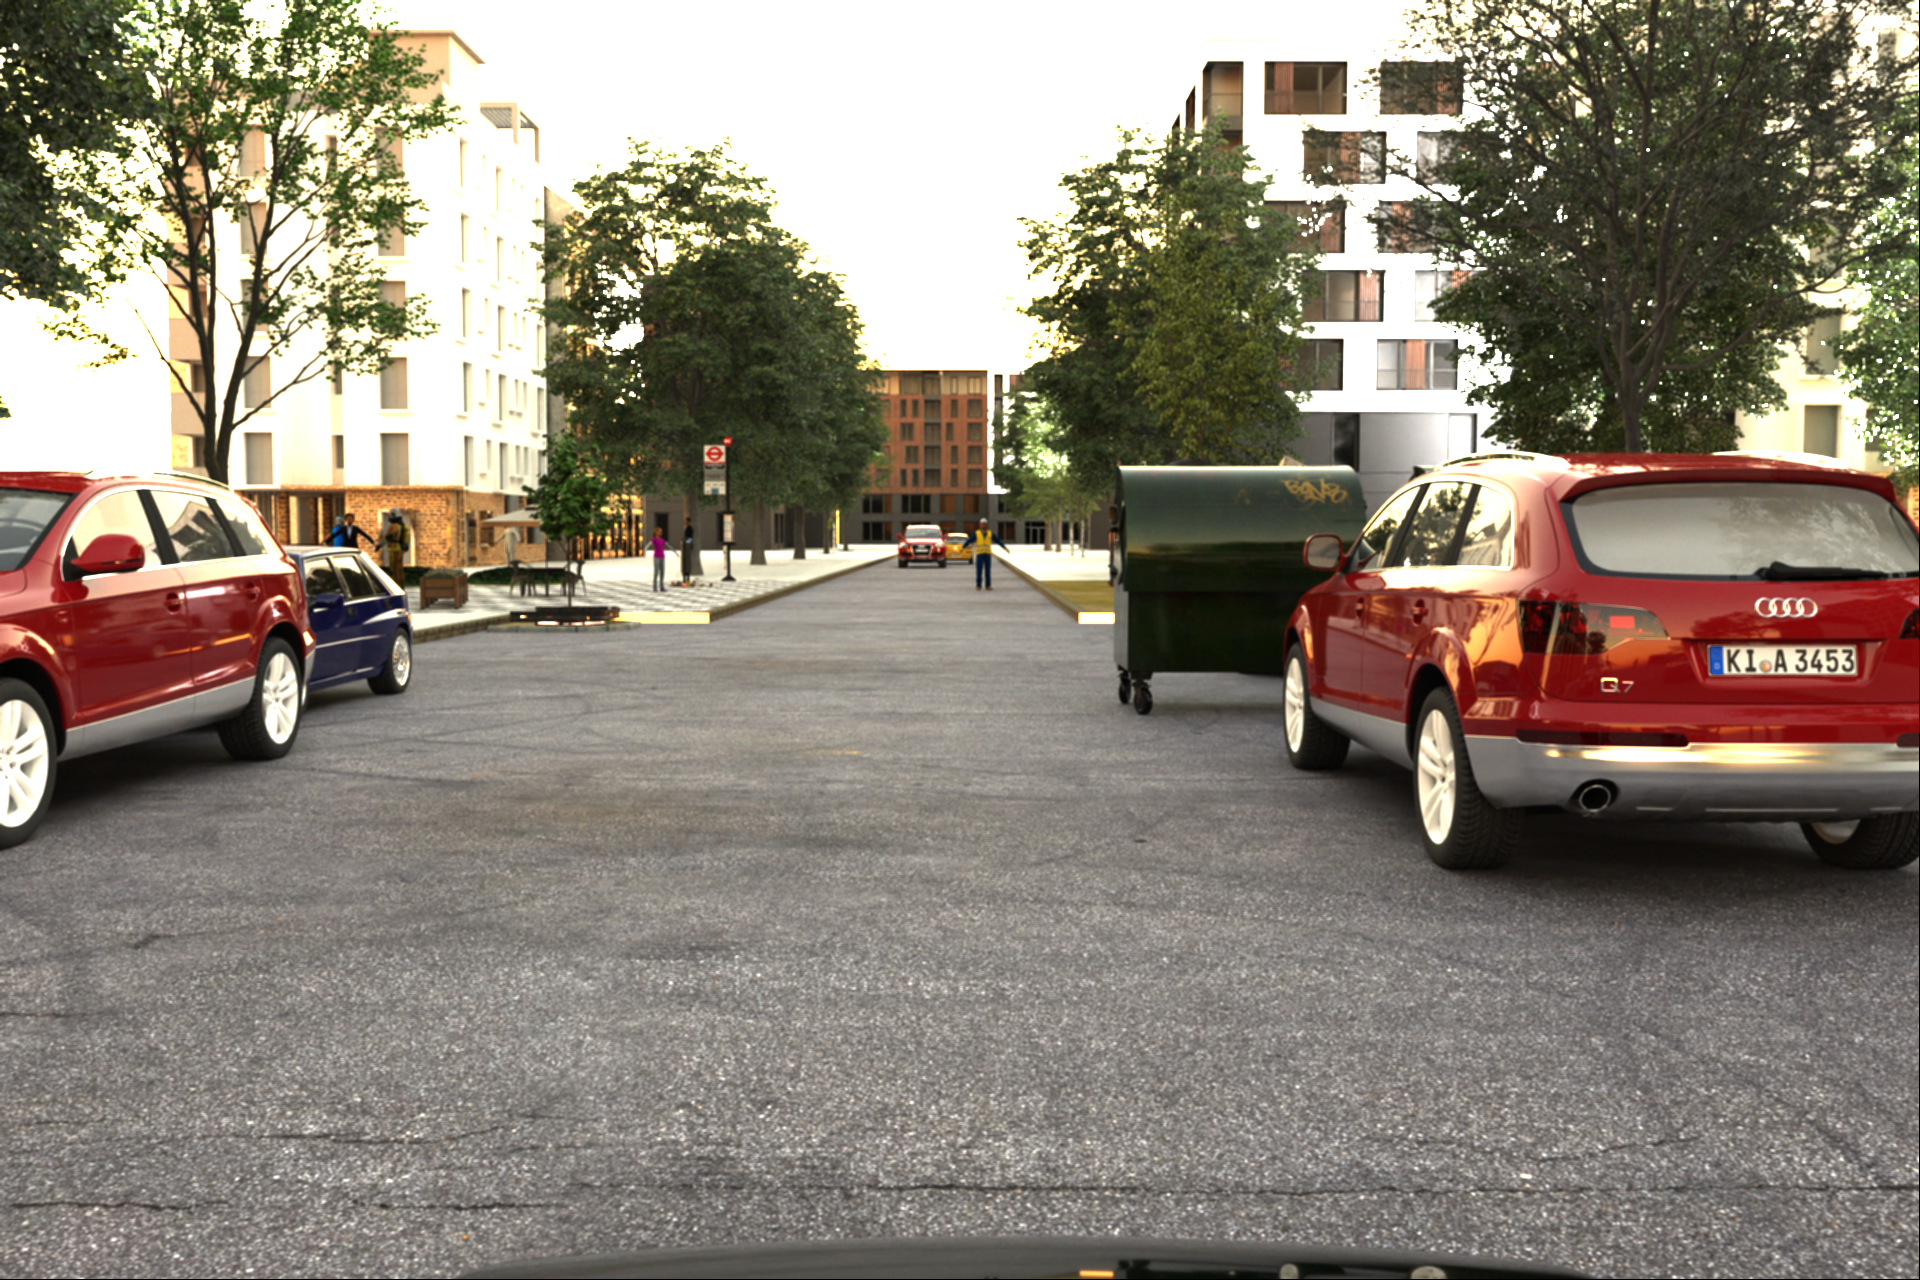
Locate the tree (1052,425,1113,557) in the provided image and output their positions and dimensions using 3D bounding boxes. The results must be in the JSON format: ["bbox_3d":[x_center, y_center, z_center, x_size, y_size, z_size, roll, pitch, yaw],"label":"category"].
[{"bbox_3d":[6.558,-8.818,94.532,4.360,8.622,3.978,0,3,0],"label":"tree"}]

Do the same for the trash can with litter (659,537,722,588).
[{"bbox_3d":[-6.554,-1.926,42.552,1.678,1.210,2.233,0,4,1],"label":"trash can with litter"}]

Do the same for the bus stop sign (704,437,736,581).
[{"bbox_3d":[-6.573,-3.595,47.476,0.855,3.939,0.416,0,4,0],"label":"bus stop sign"}]

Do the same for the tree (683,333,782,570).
[{"bbox_3d":[-8.707,-6.848,62.324,4.360,8.622,3.978,0,3,0],"label":"tree"}]

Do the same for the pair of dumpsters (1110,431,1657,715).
[{"bbox_3d":[3.444,-0.568,14.245,4.436,2.255,1.574,0,4,-1],"label":"pair of dumpsters"}]

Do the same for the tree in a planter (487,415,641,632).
[{"bbox_3d":[-5.919,-1.770,26.158,1.991,3.239,1.994,0,3,0],"label":"tree in a planter"}]

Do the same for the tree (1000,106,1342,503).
[{"bbox_3d":[6.276,-8.841,51.206,9.857,13.997,8.962,0,3,0],"label":"tree"}]

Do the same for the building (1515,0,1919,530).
[{"bbox_3d":[26.101,-12.675,63.650,16.016,20.090,11.380,0,4,0],"label":"building"}]

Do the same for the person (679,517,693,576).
[{"bbox_3d":[-8.432,-2.902,53.665,0.704,1.802,1.346,0,4,4],"label":"person"}]

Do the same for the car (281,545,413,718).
[{"bbox_3d":[-5.864,-0.102,14.255,1.945,1.354,3.894,0,3,0],"label":"car"}]

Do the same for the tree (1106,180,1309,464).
[{"bbox_3d":[4.985,-5.248,36.175,4.737,8.622,4.395,0,3,0],"label":"tree"}]

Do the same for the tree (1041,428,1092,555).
[{"bbox_3d":[6.699,-9.608,107.456,4.360,8.622,3.978,0,3,0],"label":"tree"}]

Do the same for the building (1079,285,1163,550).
[{"bbox_3d":[24.680,-19.238,158.513,27.936,21.610,32.646,0,3,0],"label":"building"}]

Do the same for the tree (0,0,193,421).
[{"bbox_3d":[-12.048,-6.718,16.503,9.857,13.997,8.962,0,3,0],"label":"tree"}]

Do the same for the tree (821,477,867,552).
[{"bbox_3d":[-8.577,-10.406,120.498,4.737,8.622,4.395,0,3,0],"label":"tree"}]

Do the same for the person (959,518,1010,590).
[{"bbox_3d":[0.613,-2.202,44.431,1.349,1.833,0.705,-1,4,-10],"label":"person"}]

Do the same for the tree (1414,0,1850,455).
[{"bbox_3d":[14.793,-8.087,38.881,9.857,13.997,8.962,0,3,0],"label":"tree"}]

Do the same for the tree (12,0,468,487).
[{"bbox_3d":[-11.814,-6.221,27.474,9.928,11.665,9.643,0,3,0],"label":"tree"}]

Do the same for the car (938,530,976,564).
[{"bbox_3d":[-0.201,-4.498,83.773,2.015,1.641,3.980,0,4,0],"label":"car"}]

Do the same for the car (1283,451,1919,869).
[{"bbox_3d":[3.043,-0.017,8.943,2.281,1.827,5.304,0,3,0],"label":"car"}]

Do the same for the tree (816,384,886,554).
[{"bbox_3d":[-8.625,-11.370,111.654,9.928,11.665,9.643,0,3,0],"label":"tree"}]

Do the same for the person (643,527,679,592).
[{"bbox_3d":[-6.623,-1.777,38.317,0.599,1.433,0.991,3,5,42],"label":"person"}]

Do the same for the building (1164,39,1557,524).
[{"bbox_3d":[24.004,-14.941,88.262,27.936,21.610,32.646,0,4,0],"label":"building"}]

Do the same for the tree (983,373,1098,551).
[{"bbox_3d":[6.593,-13.729,131.124,9.857,13.997,8.962,0,3,0],"label":"tree"}]

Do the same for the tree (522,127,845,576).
[{"bbox_3d":[-8.421,-8.974,53.387,9.857,13.997,8.962,0,3,0],"label":"tree"}]

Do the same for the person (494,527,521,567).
[{"bbox_3d":[-15.354,-3.231,59.017,1.347,1.806,0.705,3,4,37],"label":"person"}]

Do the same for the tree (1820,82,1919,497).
[{"bbox_3d":[26.492,-8.352,43.209,9.857,13.997,8.962,0,3,0],"label":"tree"}]

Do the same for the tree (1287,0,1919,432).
[{"bbox_3d":[10.060,-7.046,25.580,12.009,13.543,11.850,0,3,0],"label":"tree"}]

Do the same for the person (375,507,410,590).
[{"bbox_3d":[-12.116,-1.919,37.139,0.705,1.858,1.354,1,4,9],"label":"person"}]

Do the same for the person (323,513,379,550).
[{"bbox_3d":[-13.445,-1.924,38.172,1.216,1.740,0.721,-1,4,-14],"label":"person"}]

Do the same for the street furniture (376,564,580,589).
[{"bbox_3d":[-15.003,-1.737,44.027,10.072,0.657,5.734,2,4,26],"label":"street furniture"}]

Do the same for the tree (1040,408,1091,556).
[{"bbox_3d":[6.376,-9.246,101.529,4.360,8.622,3.978,0,3,0],"label":"tree"}]

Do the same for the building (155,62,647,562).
[{"bbox_3d":[-27.365,-15.794,89.168,19.493,23.208,18.063,0,4,1],"label":"building"}]

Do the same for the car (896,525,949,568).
[{"bbox_3d":[-1.604,-4.058,75.025,2.281,1.827,5.304,0,4,0],"label":"car"}]

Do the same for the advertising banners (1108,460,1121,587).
[{"bbox_3d":[3.740,-2.791,41.814,0.090,3.025,2.074,0,4,-2],"label":"advertising banners"}]

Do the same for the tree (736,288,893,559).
[{"bbox_3d":[-8.141,-11.127,88.588,9.857,13.997,8.962,0,3,0],"label":"tree"}]

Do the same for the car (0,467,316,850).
[{"bbox_3d":[-5.318,-0.052,9.526,2.281,1.827,5.304,0,4,0],"label":"car"}]

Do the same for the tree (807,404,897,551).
[{"bbox_3d":[-8.492,-12.448,129.282,9.928,11.665,9.643,0,3,0],"label":"tree"}]

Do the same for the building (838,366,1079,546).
[{"bbox_3d":[1.272,-23.063,223.507,32.646,21.610,27.936,0,3,0],"label":"building"}]

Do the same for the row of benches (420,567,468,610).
[{"bbox_3d":[-9.289,-0.965,31.239,1.422,0.672,4.104,-1,4,-13],"label":"row of benches"}]

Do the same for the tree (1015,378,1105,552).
[{"bbox_3d":[7.237,-12.409,121.013,7.486,12.596,7.792,0,3,0],"label":"tree"}]

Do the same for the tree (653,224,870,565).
[{"bbox_3d":[-8.505,-10.102,71.831,9.857,13.997,8.962,0,3,0],"label":"tree"}]

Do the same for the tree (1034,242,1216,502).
[{"bbox_3d":[6.668,-9.172,68.091,7.486,12.596,7.792,0,3,0],"label":"tree"}]

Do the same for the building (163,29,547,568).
[{"bbox_3d":[-23.910,-12.840,66.354,16.016,20.090,11.380,0,3,0],"label":"building"}]

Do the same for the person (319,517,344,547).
[{"bbox_3d":[-19.145,-2.892,53.418,1.347,1.817,0.704,1,4,18],"label":"person"}]

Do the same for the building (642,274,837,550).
[{"bbox_3d":[-25.692,-18.873,152.544,27.936,21.610,32.646,0,4,-1],"label":"building"}]
